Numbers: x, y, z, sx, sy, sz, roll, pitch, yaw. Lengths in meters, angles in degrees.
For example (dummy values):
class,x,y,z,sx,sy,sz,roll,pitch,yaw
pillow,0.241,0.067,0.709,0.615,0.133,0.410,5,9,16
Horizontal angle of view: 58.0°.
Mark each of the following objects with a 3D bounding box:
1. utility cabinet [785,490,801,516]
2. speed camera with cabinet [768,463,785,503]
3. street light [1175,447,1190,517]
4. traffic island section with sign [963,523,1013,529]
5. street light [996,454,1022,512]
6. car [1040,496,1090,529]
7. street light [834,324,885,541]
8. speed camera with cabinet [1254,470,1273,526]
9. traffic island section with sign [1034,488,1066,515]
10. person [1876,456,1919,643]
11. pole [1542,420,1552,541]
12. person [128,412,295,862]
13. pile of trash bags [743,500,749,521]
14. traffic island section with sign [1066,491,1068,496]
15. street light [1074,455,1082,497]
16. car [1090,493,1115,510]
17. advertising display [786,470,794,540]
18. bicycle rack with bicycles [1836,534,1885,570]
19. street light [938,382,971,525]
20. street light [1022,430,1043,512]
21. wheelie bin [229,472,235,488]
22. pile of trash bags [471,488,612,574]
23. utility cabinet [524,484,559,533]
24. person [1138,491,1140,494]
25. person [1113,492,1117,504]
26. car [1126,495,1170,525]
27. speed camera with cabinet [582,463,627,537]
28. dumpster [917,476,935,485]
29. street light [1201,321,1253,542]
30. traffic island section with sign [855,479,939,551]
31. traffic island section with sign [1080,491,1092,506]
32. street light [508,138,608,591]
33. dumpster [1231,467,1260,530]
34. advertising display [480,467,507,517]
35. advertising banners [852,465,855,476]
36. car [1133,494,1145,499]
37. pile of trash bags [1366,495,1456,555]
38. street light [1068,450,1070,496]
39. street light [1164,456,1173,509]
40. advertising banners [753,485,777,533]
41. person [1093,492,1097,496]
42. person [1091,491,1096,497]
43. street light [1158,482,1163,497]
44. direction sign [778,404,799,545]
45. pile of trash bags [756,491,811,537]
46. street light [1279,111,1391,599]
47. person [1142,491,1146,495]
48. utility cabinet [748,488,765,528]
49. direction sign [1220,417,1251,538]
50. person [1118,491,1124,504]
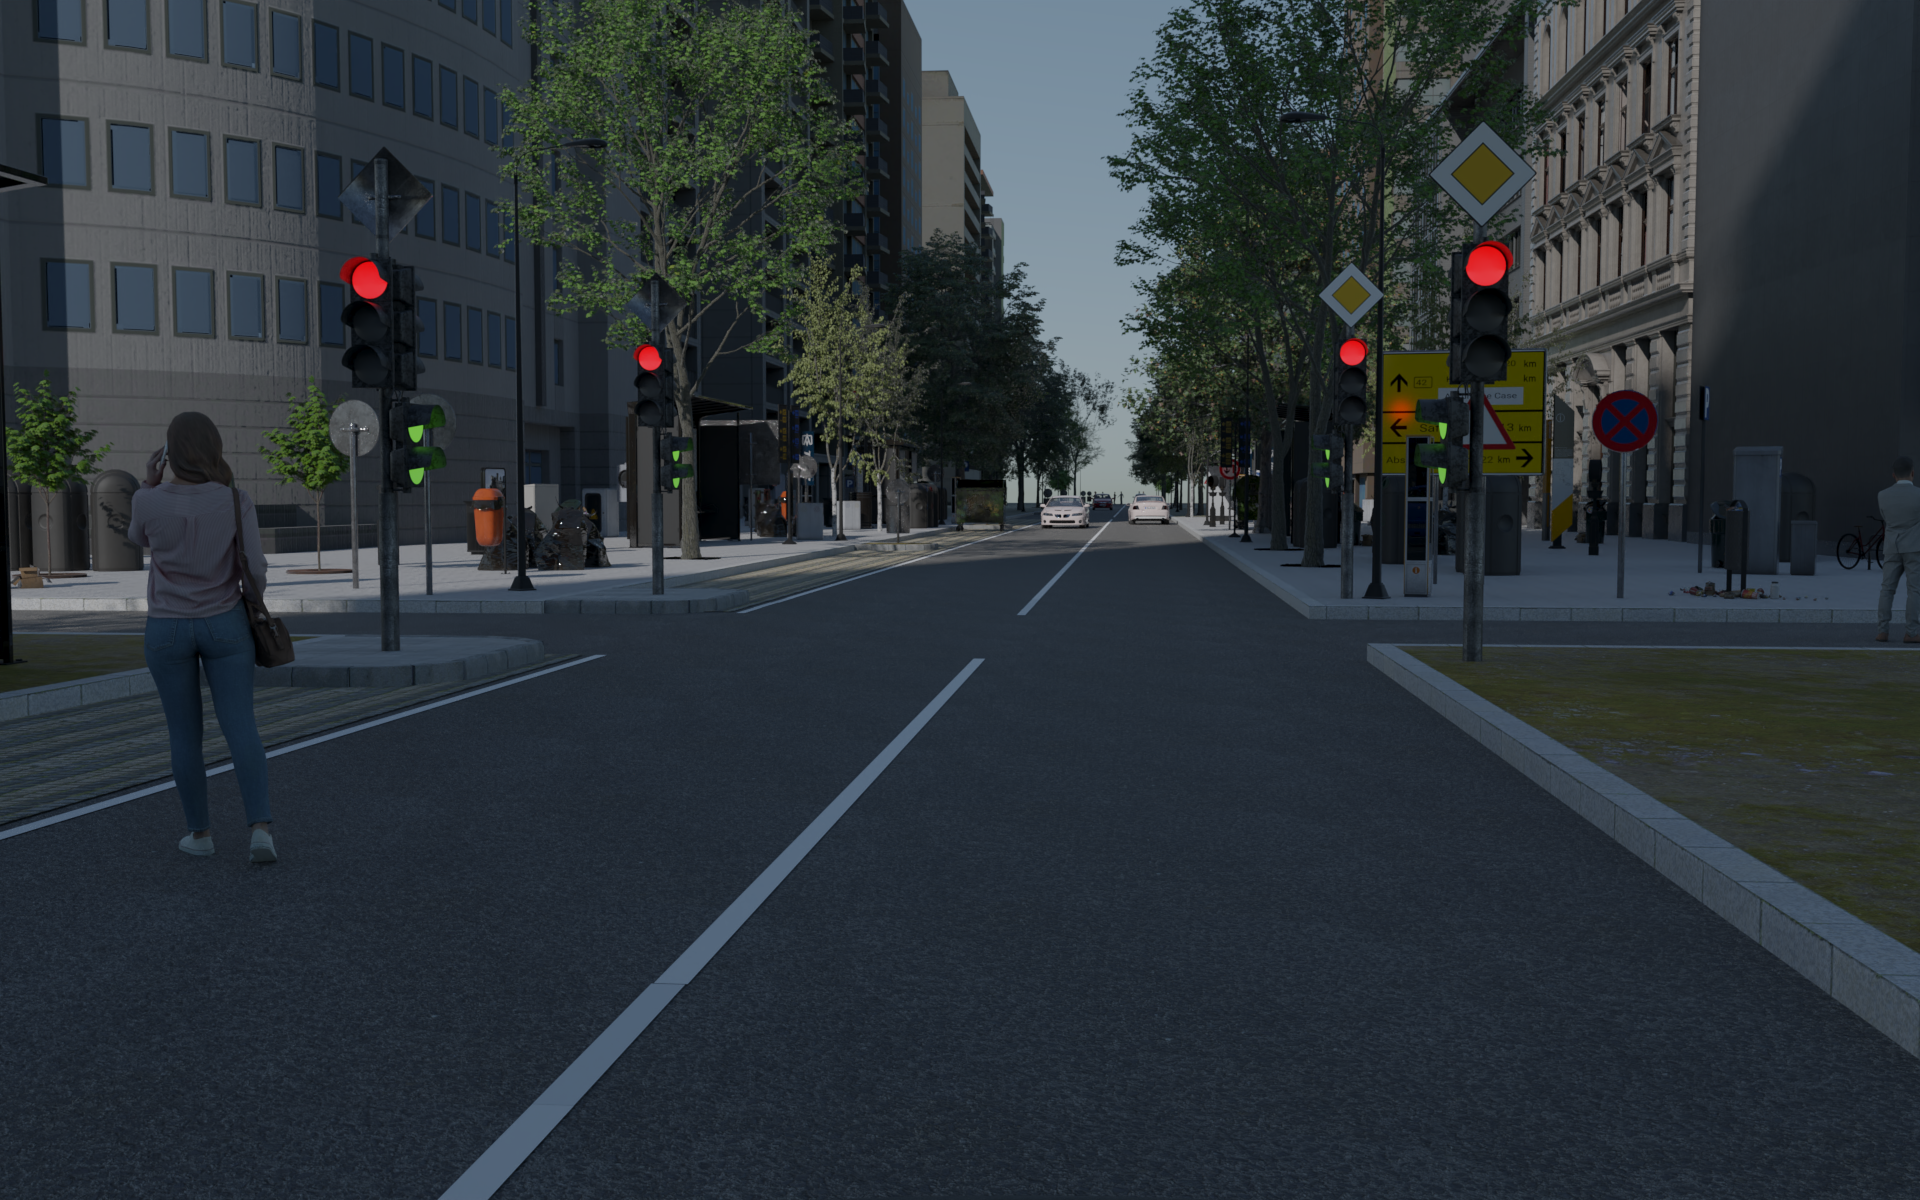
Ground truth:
class,x,y,z,sx,sy,sz,roll,pitch,yaw
utility cabinet,-9.349,-5.459,97.941,1.173,1.500,0.318,0,4,-8
speed camera with cabinet,-8.925,-5.293,80.882,0.660,3.252,2.038,-3,4,-37
street light,9.611,-6.022,71.006,1.470,5.913,1.316,0,4,6
traffic island section with sign,1.162,-3.861,71.752,1.989,1.847,2.006,0,4,6
street light,2.669,-7.793,99.964,1.470,5.913,1.316,0,4,6
car,4.480,-3.727,73.302,2.083,1.381,4.827,0,4,7
street light,-2.733,-4.580,47.419,1.470,5.913,1.316,0,4,6
speed camera with cabinet,11.777,-4.406,66.369,0.660,3.252,2.038,1,4,22
traffic island section with sign,6.236,-6.916,121.697,1.989,1.847,2.006,0,4,6
person,9.173,-0.495,16.780,0.511,1.800,0.466,3,4,36
pole,16.097,-3.282,47.497,0.158,3.312,0.155,0,3,0
person,-2.914,0.142,6.770,0.593,1.750,0.643,-2,4,-25
pile of trash bags,-9.099,-4.064,76.199,3.447,1.369,1.912,1,4,20
traffic island section with sign,8.961,-8.556,148.514,1.989,1.847,2.006,0,4,6
street light,13.431,-14.263,205.736,1.470,5.913,1.316,0,4,6
car,12.698,-8.892,154.425,2.155,1.783,4.494,0,4,4
advertising display,-4.544,-2.506,46.189,0.123,1.923,0.974,-1,4,-10
bicycle rack with bicycles,16.197,-0.911,28.284,2.852,0.926,2.925,0,4,-3
street light,-0.223,-6.087,72.066,1.470,5.913,1.316,0,4,6
street light,5.115,-9.314,124.823,1.470,5.913,1.316,0,4,6
wheelie bin,-10.219,-0.953,23.490,0.980,1.594,0.693,-2,4,-33
pile of trash bags,-7.274,-1.189,29.191,1.912,1.369,3.447,1,4,10
utility cabinet,-9.305,-1.820,38.431,0.318,1.500,1.173,1,4,13
person,23.881,-13.596,230.878,1.350,1.814,0.705,0,4,1
person,22.233,-14.572,247.277,0.750,1.759,0.617,3,5,40
car,8.963,-4.277,82.293,2.083,1.381,4.827,0,4,4
speed camera with cabinet,-10.304,-3.497,51.515,2.038,3.252,0.660,2,4,30
dumpster,-1.945,-5.423,91.160,1.502,2.255,1.985,0,4,6
street light,7.076,-4.491,45.962,1.470,5.913,1.316,0,4,6
traffic island section with sign,-1.590,-2.200,44.601,1.989,1.847,2.006,0,4,6
traffic island section with sign,17.301,-13.579,230.639,1.989,1.847,2.006,0,4,6
street light,-5.290,-3.075,22.814,1.470,5.913,1.316,0,4,6
dumpster,10.618,-3.707,63.101,1.502,2.255,1.985,0,4,6
advertising display,-11.314,-2.252,42.029,0.123,1.923,0.974,1,4,16
advertising banners,-5.020,-6.030,94.778,2.074,3.025,0.090,-2,4,-30
car,23.705,-13.357,227.426,2.155,1.783,4.494,0,4,6
pile of trash bags,9.879,-1.706,37.649,1.912,1.369,3.447,0,4,6
street light,10.826,-12.767,181.282,1.470,5.913,1.316,0,4,6
street light,12.428,-7.691,98.293,1.470,5.913,1.316,0,4,6
advertising banners,-6.523,-3.804,58.377,0.090,3.025,2.074,1,4,17
person,18.738,-13.986,237.990,1.217,1.723,0.721,-2,4,-29
person,15.924,-12.031,205.741,0.750,1.759,0.617,0,4,-1
street light,14.910,-9.195,122.881,1.470,5.913,1.316,0,4,6
direction sign,-4.350,-3.185,44.066,0.379,3.537,0.876,2,4,30
pile of trash bags,-5.302,-2.650,53.086,1.912,1.369,3.447,0,4,-7
street light,4.578,-2.974,21.161,1.470,5.913,1.316,0,4,6
person,25.179,-14.022,237.891,1.348,1.807,0.705,-1,4,-9
utility cabinet,-7.742,-3.498,65.865,0.318,1.500,1.173,1,4,10
direction sign,8.133,-3.621,51.195,0.876,3.537,0.379,0,4,3
person,22.302,-14.139,239.755,0.705,1.814,1.350,-2,4,-34
